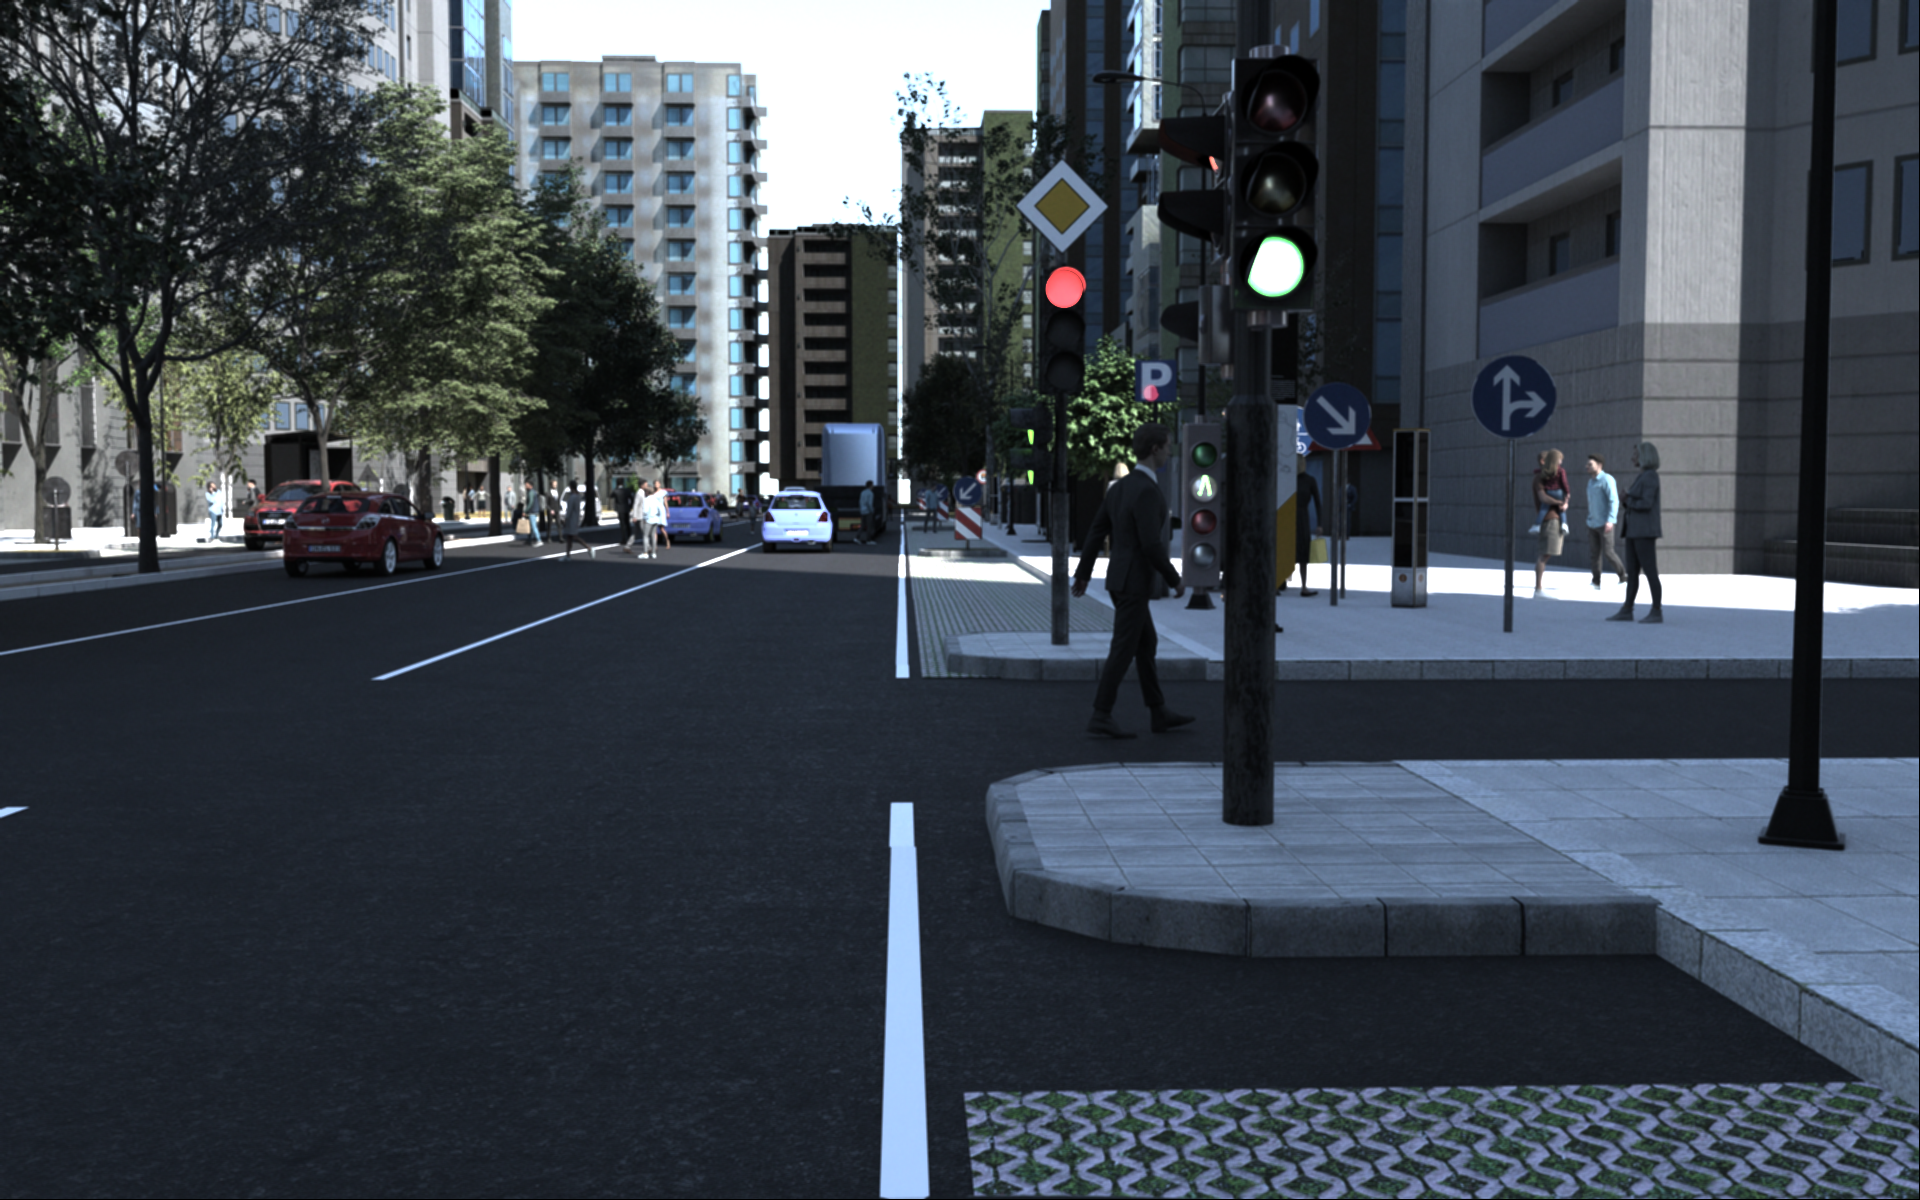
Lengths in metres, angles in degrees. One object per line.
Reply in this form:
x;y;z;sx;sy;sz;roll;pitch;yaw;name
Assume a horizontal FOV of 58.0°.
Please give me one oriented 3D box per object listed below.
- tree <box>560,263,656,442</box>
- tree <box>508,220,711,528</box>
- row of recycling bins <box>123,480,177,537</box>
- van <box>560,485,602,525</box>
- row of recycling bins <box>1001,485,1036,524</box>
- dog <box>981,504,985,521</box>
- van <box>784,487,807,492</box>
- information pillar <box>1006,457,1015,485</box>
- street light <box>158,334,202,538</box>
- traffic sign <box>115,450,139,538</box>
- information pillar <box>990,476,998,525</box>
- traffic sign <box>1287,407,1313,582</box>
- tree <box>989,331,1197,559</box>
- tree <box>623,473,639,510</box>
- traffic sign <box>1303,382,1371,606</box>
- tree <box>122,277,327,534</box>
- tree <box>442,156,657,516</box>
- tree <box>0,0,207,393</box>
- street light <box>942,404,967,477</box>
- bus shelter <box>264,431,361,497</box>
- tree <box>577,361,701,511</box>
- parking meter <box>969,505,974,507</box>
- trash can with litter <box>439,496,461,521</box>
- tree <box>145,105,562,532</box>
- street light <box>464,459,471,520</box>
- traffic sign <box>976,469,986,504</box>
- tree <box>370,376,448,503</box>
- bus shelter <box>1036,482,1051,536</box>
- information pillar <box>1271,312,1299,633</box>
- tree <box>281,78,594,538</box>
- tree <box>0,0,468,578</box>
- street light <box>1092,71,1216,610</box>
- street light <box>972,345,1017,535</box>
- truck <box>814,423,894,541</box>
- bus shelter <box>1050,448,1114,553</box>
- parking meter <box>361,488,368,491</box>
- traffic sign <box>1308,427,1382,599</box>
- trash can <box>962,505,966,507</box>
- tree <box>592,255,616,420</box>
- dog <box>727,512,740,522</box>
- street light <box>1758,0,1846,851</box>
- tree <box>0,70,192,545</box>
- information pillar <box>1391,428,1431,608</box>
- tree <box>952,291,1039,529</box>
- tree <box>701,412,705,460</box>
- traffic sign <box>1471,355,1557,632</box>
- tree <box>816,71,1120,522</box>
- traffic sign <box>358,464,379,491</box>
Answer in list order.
-15.178;-7.719;63.080;8.767;10.594;7.601;0;4;-2;tree
-15.457;-9.337;72.123;9.611;12.733;9.660;0;3;0;tree
-24.736;-2.798;52.853;1.069;1.692;3.534;-1;4;-12;row of recycling bins
-18.190;-4.629;82.702;2.013;2.044;4.112;0;4;-3;van
2.587;-4.170;75.297;1.069;1.692;3.534;-1;4;-22;row of recycling bins
1.295;-4.130;81.903;0.800;0.831;0.513;-1;4;-18;dog
-9.637;-5.804;101.906;2.013;2.044;4.112;0;4;-3;van
2.545;-5.914;88.051;0.504;3.616;0.183;1;4;9;information pillar
-22.572;-4.750;50.206;1.470;5.913;1.316;0;4;-2;street light
-24.322;-3.090;50.624;0.768;2.556;0.104;0;4;4;traffic sign
1.439;-4.116;71.786;0.304;2.012;0.304;-1;4;-23;information pillar
4.817;-1.535;25.198;0.768;2.556;0.104;0;4;3;traffic sign
3.054;-3.135;34.978;4.285;4.588;4.351;0;3;0;tree
-26.757;-9.055;142.656;1.663;3.219;1.824;0;3;0;tree
4.300;-1.207;19.844;0.768;2.556;0.104;0;4;6;traffic sign
-23.665;-6.463;56.030;4.737;8.622;4.395;0;3;0;tree
-23.868;-14.757;97.169;12.611;20.169;13.585;0;3;0;tree
-13.477;-6.008;17.701;9.611;12.733;9.660;0;3;0;tree
-0.207;-7.138;89.251;1.470;5.913;1.316;0;4;-2;street light
-24.989;-4.638;67.109;1.731;3.624;6.357;0;4;-2;bus shelter
-26.675;-12.601;131.777;9.928;11.665;9.643;0;3;0;tree
0.451;-4.372;79.888;0.372;1.533;0.369;0;3;0;parking meter
-24.158;-4.325;82.108;0.624;1.170;1.055;1;4;15;trash can with litter
-14.330;-6.268;39.354;8.767;10.594;7.601;0;4;-2;tree
-23.744;-6.893;85.236;1.470;5.913;1.316;0;4;-2;street light
1.210;-5.418;88.683;0.768;2.556;0.104;0;4;1;traffic sign
-24.396;-7.731;76.770;4.360;8.622;3.978;0;3;0;tree
3.330;-4.645;53.575;2.179;5.291;8.768;0;4;-2;bus shelter
2.880;-1.508;16.010;0.504;3.616;0.183;-1;4;-22;information pillar
-14.858;-7.782;47.821;7.486;12.596;7.792;0;3;0;tree
-13.901;-7.119;29.222;12.009;13.543;11.850;0;3;0;tree
2.152;-2.854;19.208;1.470;5.913;1.316;0;4;-2;street light
1.074;-4.988;54.100;1.470;5.913;1.316;0;4;-2;street light
-3.970;-4.305;60.149;2.967;4.110;18.799;0;4;-1;truck
2.885;-3.031;40.844;1.731;3.624;6.357;0;4;-2;bus shelter
-24.731;-3.879;71.825;0.372;1.533;0.369;0;3;0;parking meter
4.690;-1.294;21.163;0.884;2.594;0.081;0;4;7;traffic sign
0.403;-4.638;87.492;0.748;1.137;0.748;0;3;0;trash can
-14.968;-8.245;55.393;7.486;12.596;7.792;0;3;0;tree
-11.693;-4.286;89.369;0.540;0.507;0.406;-3;5;-44;dog
2.574;-2.060;6.216;1.470;5.913;1.316;0;4;-2;street light
-23.529;-7.216;43.745;9.928;11.665;9.643;0;3;0;tree
5.086;-0.921;19.558;0.304;2.012;0.304;3;5;44;information pillar
1.530;-6.864;62.586;4.360;8.622;3.978;0;3;0;tree
-28.014;-14.628;164.918;9.928;11.665;9.643;0;3;0;tree
5.095;-0.974;16.023;0.768;2.556;0.104;0;4;6;traffic sign
-0.010;-13.673;79.448;12.611;20.169;13.585;0;3;0;tree
-25.329;-4.534;74.128;0.884;2.594;0.081;0;4;-1;traffic sign
